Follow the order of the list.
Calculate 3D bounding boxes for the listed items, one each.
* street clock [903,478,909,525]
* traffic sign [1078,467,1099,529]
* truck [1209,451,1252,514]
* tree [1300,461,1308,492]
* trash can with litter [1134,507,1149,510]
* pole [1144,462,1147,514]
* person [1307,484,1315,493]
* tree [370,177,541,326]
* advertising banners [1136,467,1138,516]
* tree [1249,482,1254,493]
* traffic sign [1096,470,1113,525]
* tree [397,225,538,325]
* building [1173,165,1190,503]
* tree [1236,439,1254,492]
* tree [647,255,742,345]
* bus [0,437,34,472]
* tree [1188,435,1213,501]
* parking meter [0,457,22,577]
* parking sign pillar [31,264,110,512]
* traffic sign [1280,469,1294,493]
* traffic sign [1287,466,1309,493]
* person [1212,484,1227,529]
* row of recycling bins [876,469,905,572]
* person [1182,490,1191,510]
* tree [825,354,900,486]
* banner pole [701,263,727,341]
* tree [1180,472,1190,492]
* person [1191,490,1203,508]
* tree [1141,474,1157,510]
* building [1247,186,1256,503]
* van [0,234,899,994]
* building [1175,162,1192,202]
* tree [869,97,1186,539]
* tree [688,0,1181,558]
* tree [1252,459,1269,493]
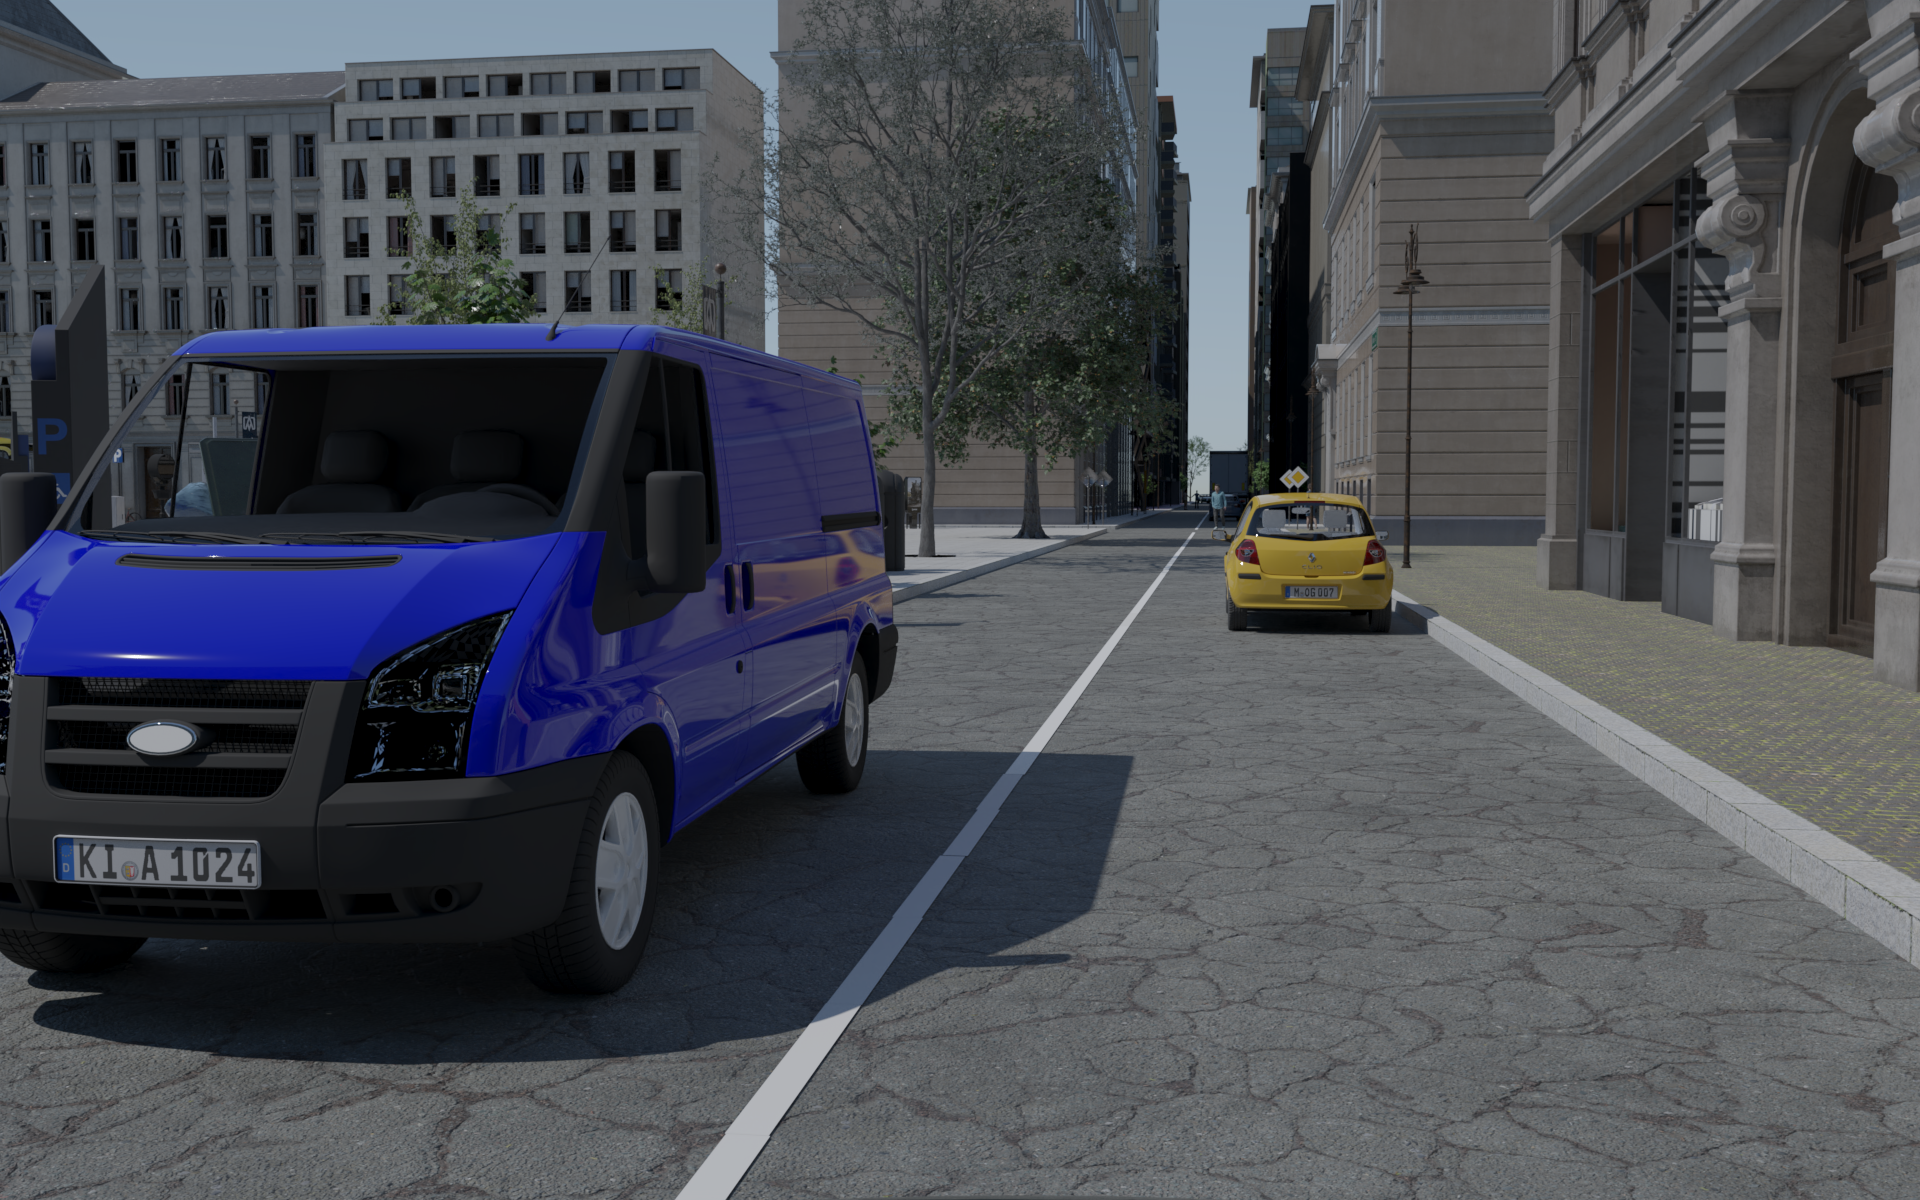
[{"bbox_3d":[-2.103,-4.107,71.718,0.358,2.002,0.471,-3,5,-44],"label":"street clock"},{"bbox_3d":[4.707,-3.662,63.509,0.795,2.450,0.064,1,4,9],"label":"traffic sign"},{"bbox_3d":[18.266,-7.845,117.171,2.839,4.237,11.283,1,4,10],"label":"truck"},{"bbox_3d":[17.709,-5.656,87.074,1.663,3.219,1.824,0,3,0],"label":"tree"},{"bbox_3d":[14.357,-7.833,139.127,2.233,1.210,1.678,2,4,26],"label":"trash can with litter"},{"bbox_3d":[11.934,-7.205,111.644,0.158,3.312,0.155,0,3,0],"label":"pole"},{"bbox_3d":[13.164,-3.451,64.955,0.581,1.822,0.654,-1,4,-20],"label":"person"},{"bbox_3d":[-12.024,-5.535,40.864,4.737,8.622,4.395,0,3,0],"label":"tree"},{"bbox_3d":[10.221,-6.334,99.752,0.090,3.025,2.074,0,4,6],"label":"advertising banners"},{"bbox_3d":[38.966,-14.293,228.284,1.663,3.219,1.824,0,3,0],"label":"tree"},{"bbox_3d":[5.903,-4.144,71.404,0.795,2.450,0.064,1,4,9],"label":"traffic sign"},{"bbox_3d":[-3.323,-1.094,12.494,1.663,3.219,1.824,0,3,0],"label":"tree"},{"bbox_3d":[22.726,-38.591,254.658,21.300,48.544,21.600,1,4,9],"label":"building"},{"bbox_3d":[39.043,-17.299,233.204,4.737,8.622,4.395,0,3,0],"label":"tree"},{"bbox_3d":[-8.635,-6.324,53.752,4.737,8.622,4.395,0,3,0],"label":"tree"},{"bbox_3d":[-45.169,-5.105,75.015,12.252,3.916,2.896,0,4,8],"label":"bus"},{"bbox_3d":[40.511,-23.082,303.138,9.928,11.665,9.643,0,3,0],"label":"tree"},{"bbox_3d":[-14.836,-1.303,27.012,0.255,1.863,0.399,2,4,32],"label":"parking meter"},{"bbox_3d":[-10.141,-1.915,19.782,1.447,3.967,1.447,-1,4,-9],"label":"parking sign pillar"},{"bbox_3d":[13.359,-4.074,70.258,0.795,2.450,0.064,1,4,9],"label":"traffic sign"},{"bbox_3d":[12.163,-3.591,62.363,0.795,2.450,0.064,1,4,9],"label":"traffic sign"},{"bbox_3d":[10.539,-3.780,70.318,0.660,1.820,0.620,2,4,25],"label":"person"},{"bbox_3d":[-1.928,-1.263,27.767,1.069,1.692,3.534,2,4,28],"label":"row of recycling bins"},{"bbox_3d":[20.227,-8.962,155.034,0.705,1.824,1.348,-2,4,-29],"label":"person"},{"bbox_3d":[-1.655,-1.795,23.949,1.663,3.219,1.824,0,3,0],"label":"tree"},{"bbox_3d":[-2.630,-1.749,18.615,0.401,3.779,0.863,1,4,10],"label":"banner pole"},{"bbox_3d":[27.767,-14.600,222.425,4.285,4.588,4.351,0,3,0],"label":"tree"},{"bbox_3d":[23.586,-10.029,172.465,1.348,1.826,0.705,1,4,13],"label":"person"},{"bbox_3d":[15.566,-9.109,143.539,1.663,3.219,1.824,0,3,0],"label":"tree"},{"bbox_3d":[47.741,-36.339,244.256,14.600,45.320,14.200,1,4,9],"label":"building"},{"bbox_3d":[-1.634,-0.150,6.840,2.240,2.365,5.245,0,4,8],"label":"van"},{"bbox_3d":[22.497,-42.208,279.344,28.713,52.752,27.495,1,4,9],"label":"building"},{"bbox_3d":[1.972,-8.126,49.860,9.611,12.733,9.660,0,3,0],"label":"tree"},{"bbox_3d":[-0.523,-7.610,34.790,12.009,13.543,11.850,0,3,0],"label":"tree"},{"bbox_3d":[26.362,-9.970,146.727,4.285,4.588,4.351,0,3,0],"label":"tree"}]
